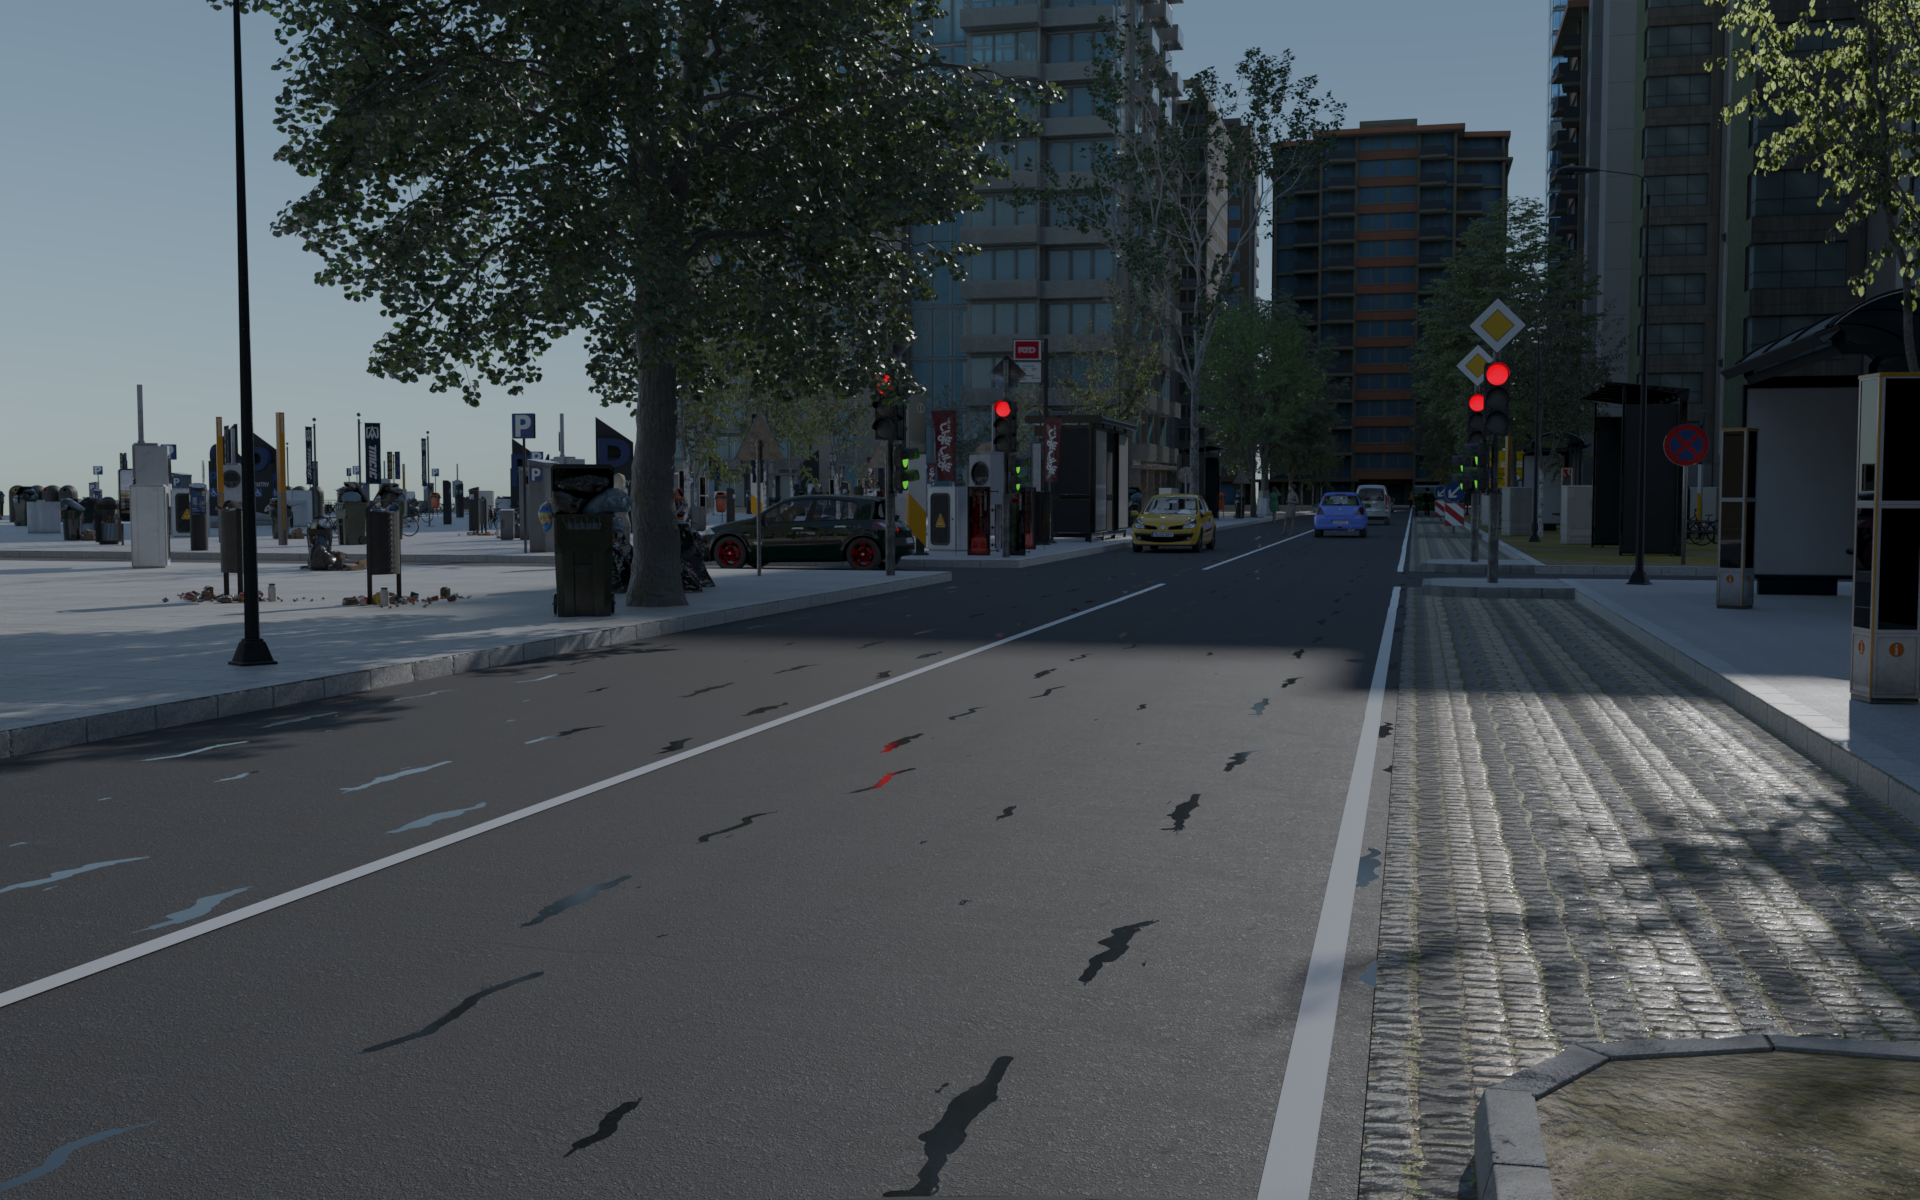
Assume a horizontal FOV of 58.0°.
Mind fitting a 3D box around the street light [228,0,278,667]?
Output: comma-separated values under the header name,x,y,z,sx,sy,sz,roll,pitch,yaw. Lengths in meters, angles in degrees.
name,x,y,z,sx,sy,sz,roll,pitch,yaw
street light,-4.809,-2.458,12.734,1.470,5.913,1.316,1,4,15

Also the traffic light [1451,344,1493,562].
name,x,y,z,sx,sy,sz,roll,pitch,yaw
traffic light,9.715,-2.676,32.667,0.839,4.253,0.868,1,4,15

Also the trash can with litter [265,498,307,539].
name,x,y,z,sx,sy,sz,roll,pitch,yaw
trash can with litter,-19.179,-2.319,49.302,0.624,1.170,1.055,2,4,29

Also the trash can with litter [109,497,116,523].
name,x,y,z,sx,sy,sz,roll,pitch,yaw
trash can with litter,-37.472,-3.979,76.446,0.624,1.170,1.055,-2,4,-35

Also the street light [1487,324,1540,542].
name,x,y,z,sx,sy,sz,roll,pitch,yaw
street light,14.824,-4.507,46.222,1.470,5.913,1.316,1,4,15

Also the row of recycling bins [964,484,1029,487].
name,x,y,z,sx,sy,sz,roll,pitch,yaw
row of recycling bins,1.575,-4.175,75.375,3.534,1.692,1.069,2,4,32

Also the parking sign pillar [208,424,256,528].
name,x,y,z,sx,sy,sz,roll,pitch,yaw
parking sign pillar,-27.955,-4.727,65.764,1.447,3.967,1.447,1,4,11

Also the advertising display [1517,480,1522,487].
name,x,y,z,sx,sy,sz,roll,pitch,yaw
advertising display,25.318,-4.428,77.611,0.974,1.923,0.123,-2,4,-24

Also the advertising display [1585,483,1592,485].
name,x,y,z,sx,sy,sz,roll,pitch,yaw
advertising display,36.604,-5.797,99.997,0.974,1.923,0.123,2,4,32

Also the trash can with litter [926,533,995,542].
name,x,y,z,sx,sy,sz,roll,pitch,yaw
trash can with litter,0.181,-2.158,46.345,2.233,1.210,1.678,-1,4,-23

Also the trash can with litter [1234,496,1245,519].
name,x,y,z,sx,sy,sz,roll,pitch,yaw
trash can with litter,14.494,-4.829,90.347,0.624,1.170,1.055,0,4,-7

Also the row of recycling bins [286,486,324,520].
name,x,y,z,sx,sy,sz,roll,pitch,yaw
row of recycling bins,-33.597,-4.917,87.501,3.534,1.692,1.069,2,4,24

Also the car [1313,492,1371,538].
name,x,y,z,sx,sy,sz,roll,pitch,yaw
car,12.829,-2.976,58.250,1.945,1.707,3.694,1,4,14

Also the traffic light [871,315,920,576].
name,x,y,z,sx,sy,sz,roll,pitch,yaw
traffic light,-1.081,-2.342,27.219,0.839,4.253,0.868,1,4,15

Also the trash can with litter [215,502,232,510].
name,x,y,z,sx,sy,sz,roll,pitch,yaw
trash can with litter,-22.362,-2.574,53.478,1.055,1.170,0.624,-3,5,-45

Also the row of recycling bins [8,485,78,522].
name,x,y,z,sx,sy,sz,roll,pitch,yaw
row of recycling bins,-41.896,-4.409,79.203,3.534,1.692,1.069,1,4,14

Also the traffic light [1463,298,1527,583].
name,x,y,z,sx,sy,sz,roll,pitch,yaw
traffic light,7.688,-2.203,24.942,0.839,4.253,0.868,1,4,15

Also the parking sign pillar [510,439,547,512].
name,x,y,z,sx,sy,sz,roll,pitch,yaw
parking sign pillar,-21.119,-5.843,84.007,1.447,3.967,1.447,0,4,7

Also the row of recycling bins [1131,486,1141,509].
name,x,y,z,sx,sy,sz,roll,pitch,yaw
row of recycling bins,8.747,-5.190,91.967,1.069,1.692,3.534,-1,4,-11

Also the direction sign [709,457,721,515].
name,x,y,z,sx,sy,sz,roll,pitch,yaw
direction sign,-15.023,-6.981,106.129,0.379,3.537,0.876,3,5,45

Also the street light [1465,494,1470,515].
name,x,y,z,sx,sy,sz,roll,pitch,yaw
street light,22.418,-6.284,75.289,1.470,5.913,1.316,1,4,15

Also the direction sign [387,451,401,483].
name,x,y,z,sx,sy,sz,roll,pitch,yaw
direction sign,-30.075,-6.118,92.030,0.876,3.537,0.379,2,4,24

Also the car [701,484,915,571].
name,x,y,z,sx,sy,sz,roll,pitch,yaw
car,-2.944,-1.418,32.963,4.222,1.686,2.009,1,4,13

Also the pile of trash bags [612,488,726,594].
name,x,y,z,sx,sy,sz,roll,pitch,yaw
pile of trash bags,-4.284,-0.865,23.896,1.912,1.369,3.447,0,4,1

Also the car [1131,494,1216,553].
name,x,y,z,sx,sy,sz,roll,pitch,yaw
car,5.424,-2.052,43.769,2.015,1.641,3.980,1,4,15

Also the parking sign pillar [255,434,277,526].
name,x,y,z,sx,sy,sz,roll,pitch,yaw
parking sign pillar,-28.656,-5.045,70.956,1.447,3.967,1.447,1,4,11

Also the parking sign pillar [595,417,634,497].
name,x,y,z,sx,sy,sz,roll,pitch,yaw
parking sign pillar,-12.031,-4.401,60.429,1.447,3.967,1.447,-1,4,-15

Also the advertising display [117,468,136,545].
name,x,y,z,sx,sy,sz,roll,pitch,yaw
advertising display,-20.653,-2.349,43.618,0.974,1.923,0.123,-3,4,-36

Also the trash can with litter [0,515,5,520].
name,x,y,z,sx,sy,sz,roll,pitch,yaw
trash can with litter,-47.821,-4.540,85.612,1.055,1.170,0.624,0,4,-3

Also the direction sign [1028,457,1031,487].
name,x,y,z,sx,sy,sz,roll,pitch,yaw
direction sign,4.371,-7.008,106.581,0.379,3.537,0.876,-1,4,-21

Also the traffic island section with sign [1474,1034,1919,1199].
name,x,y,z,sx,sy,sz,roll,pitch,yaw
traffic island section with sign,1.963,0.343,3.019,1.989,1.847,2.006,1,4,15

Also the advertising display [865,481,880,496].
name,x,y,z,sx,sy,sz,roll,pitch,yaw
advertising display,-4.413,-4.927,85.771,0.974,1.923,0.123,-2,4,-23

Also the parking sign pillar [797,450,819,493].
name,x,y,z,sx,sy,sz,roll,pitch,yaw
parking sign pillar,-9.229,-7.150,105.368,1.447,3.967,1.447,-3,4,-36

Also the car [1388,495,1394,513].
name,x,y,z,sx,sy,sz,roll,pitch,yaw
car,33.104,-7.574,136.197,2.083,1.381,4.827,1,4,16

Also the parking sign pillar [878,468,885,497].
name,x,y,z,sx,sy,sz,roll,pitch,yaw
parking sign pillar,-4.310,-6.759,98.979,1.447,3.967,1.447,1,4,12

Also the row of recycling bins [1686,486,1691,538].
name,x,y,z,sx,sy,sz,roll,pitch,yaw
row of recycling bins,20.769,-2.675,50.842,1.069,1.692,3.534,1,4,18

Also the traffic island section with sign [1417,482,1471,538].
name,x,y,z,sx,sy,sz,roll,pitch,yaw
traffic island section with sign,16.013,-2.932,56.564,1.989,1.847,2.006,1,4,15

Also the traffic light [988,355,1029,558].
name,x,y,z,sx,sy,sz,roll,pitch,yaw
traffic light,0.946,-2.815,34.943,0.839,4.253,0.868,1,4,15

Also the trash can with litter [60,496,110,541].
name,x,y,z,sx,sy,sz,roll,pitch,yaw
trash can with litter,-24.190,-2.221,47.694,1.055,1.170,0.624,0,4,5

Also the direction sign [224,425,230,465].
name,x,y,z,sx,sy,sz,roll,pitch,yaw
direction sign,-24.258,-3.998,57.364,0.379,3.537,0.876,-2,4,-31

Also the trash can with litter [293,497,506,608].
name,x,y,z,sx,sy,sz,roll,pitch,yaw
trash can with litter,-6.500,-0.584,20.599,1.678,1.210,2.233,1,4,22

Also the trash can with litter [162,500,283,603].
name,x,y,z,sx,sy,sz,roll,pitch,yaw
trash can with litter,-8.891,-0.615,21.116,1.678,1.210,2.233,-3,5,-41

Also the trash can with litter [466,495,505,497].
name,x,y,z,sx,sy,sz,roll,pitch,yaw
trash can with litter,-14.848,-2.629,54.035,1.678,1.210,2.233,-2,4,-29

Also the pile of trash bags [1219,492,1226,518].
name,x,y,z,sx,sy,sz,roll,pitch,yaw
pile of trash bags,13.202,-5.154,94.013,1.912,1.369,3.447,-2,4,-32

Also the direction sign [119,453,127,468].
name,x,y,z,sx,sy,sz,roll,pitch,yaw
direction sign,-45.794,-6.292,94.870,0.876,3.537,0.379,3,5,42

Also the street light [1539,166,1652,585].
name,x,y,z,sx,sy,sz,roll,pitch,yaw
street light,9.122,-3.181,24.556,1.470,5.913,1.316,1,4,15

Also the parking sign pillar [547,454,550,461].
name,x,y,z,sx,sy,sz,roll,pitch,yaw
parking sign pillar,-27.883,-7.804,116.062,1.447,3.967,1.447,0,4,5

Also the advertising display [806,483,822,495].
name,x,y,z,sx,sy,sz,roll,pitch,yaw
advertising display,-8.478,-5.835,100.618,0.974,1.923,0.123,-2,4,-33

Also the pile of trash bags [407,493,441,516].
name,x,y,z,sx,sy,sz,roll,pitch,yaw
pile of trash bags,-31.596,-5.515,99.917,3.447,1.369,1.912,0,4,7

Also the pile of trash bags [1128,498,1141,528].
name,x,y,z,sx,sy,sz,roll,pitch,yaw
pile of trash bags,6.235,-3.527,67.415,1.912,1.369,3.447,0,4,7
